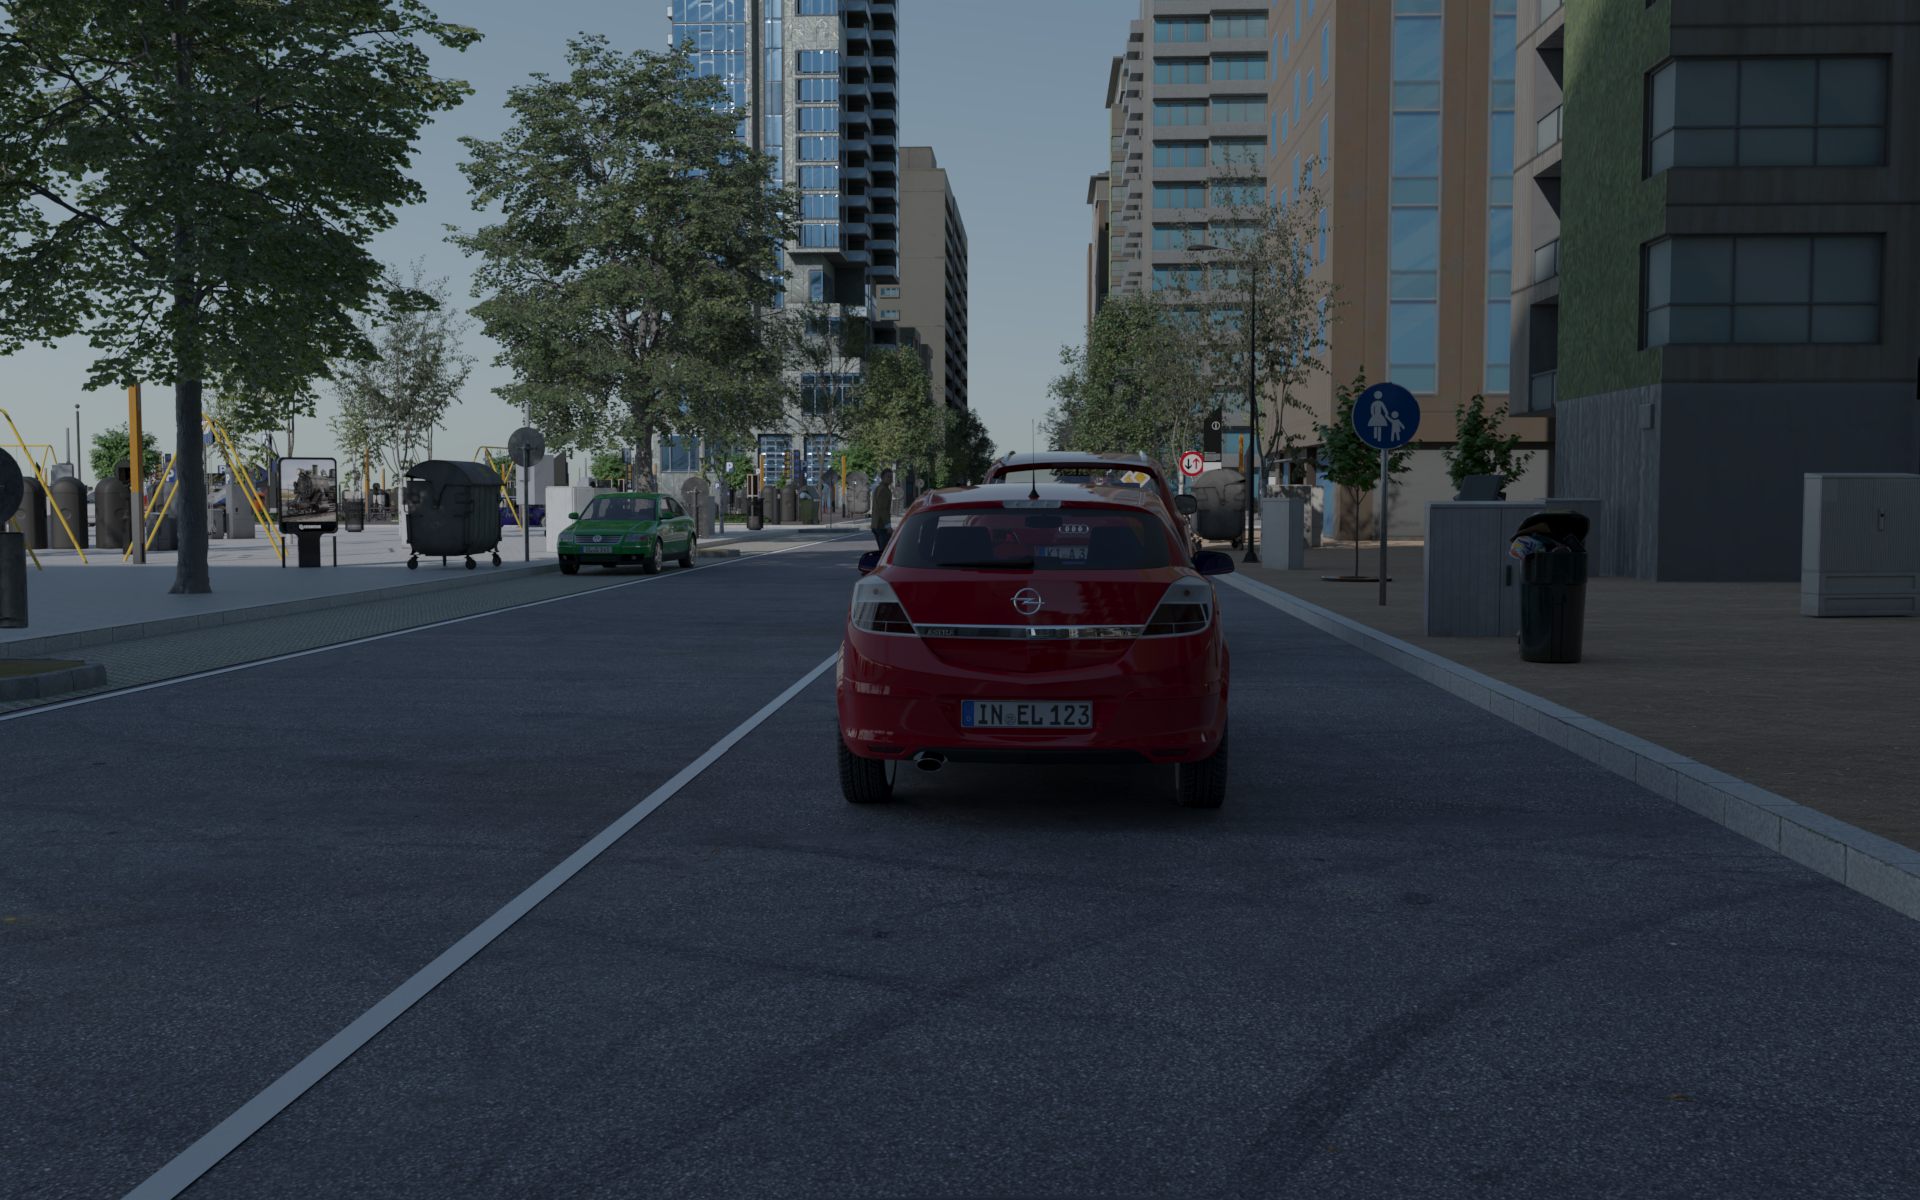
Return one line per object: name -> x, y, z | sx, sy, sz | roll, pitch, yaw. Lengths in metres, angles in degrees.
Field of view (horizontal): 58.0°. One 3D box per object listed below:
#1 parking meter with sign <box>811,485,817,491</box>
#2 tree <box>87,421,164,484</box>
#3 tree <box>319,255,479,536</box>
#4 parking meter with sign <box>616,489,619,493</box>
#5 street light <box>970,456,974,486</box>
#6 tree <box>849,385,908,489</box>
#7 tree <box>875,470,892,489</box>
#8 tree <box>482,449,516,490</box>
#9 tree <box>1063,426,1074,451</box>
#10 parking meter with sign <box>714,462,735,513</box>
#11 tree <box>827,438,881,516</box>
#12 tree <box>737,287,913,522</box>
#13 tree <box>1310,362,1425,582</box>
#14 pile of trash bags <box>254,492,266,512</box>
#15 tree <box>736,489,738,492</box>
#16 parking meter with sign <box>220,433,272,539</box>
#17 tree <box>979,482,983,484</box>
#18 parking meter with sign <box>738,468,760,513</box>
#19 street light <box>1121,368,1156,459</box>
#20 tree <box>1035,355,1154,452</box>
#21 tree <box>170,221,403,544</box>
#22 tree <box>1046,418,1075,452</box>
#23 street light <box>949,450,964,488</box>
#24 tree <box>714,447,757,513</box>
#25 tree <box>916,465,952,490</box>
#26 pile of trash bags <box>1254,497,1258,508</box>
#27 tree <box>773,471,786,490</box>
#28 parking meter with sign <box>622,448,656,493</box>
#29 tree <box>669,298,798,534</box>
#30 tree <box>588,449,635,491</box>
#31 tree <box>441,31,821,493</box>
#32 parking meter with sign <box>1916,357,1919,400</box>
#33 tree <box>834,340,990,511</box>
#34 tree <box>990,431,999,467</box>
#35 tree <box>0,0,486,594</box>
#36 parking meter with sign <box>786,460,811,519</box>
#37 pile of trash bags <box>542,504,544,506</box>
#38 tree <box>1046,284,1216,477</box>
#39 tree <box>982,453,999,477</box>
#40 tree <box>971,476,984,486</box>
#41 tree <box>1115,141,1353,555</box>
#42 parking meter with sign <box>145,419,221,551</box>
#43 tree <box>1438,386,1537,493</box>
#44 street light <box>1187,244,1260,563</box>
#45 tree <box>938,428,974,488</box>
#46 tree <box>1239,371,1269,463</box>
parking meter with sign -> -12.024, -8.854, 141.017 | 0.543, 3.016, 1.738 | 3, 5, 41
tree -> -37.309, -5.729, 77.390 | 4.285, 4.588, 4.351 | 0, 3, 0
tree -> -17.344, -6.284, 53.112 | 4.360, 8.622, 3.978 | 0, 3, 0
parking meter with sign -> -29.344, -9.285, 148.064 | 0.543, 3.016, 1.738 | 1, 4, 18
street light -> 0.989, -14.669, 212.383 | 1.470, 5.913, 1.316 | 0, 4, 3
tree -> -5.242, -10.044, 114.577 | 4.737, 8.622, 4.395 | 0, 3, 0
tree -> -6.552, -11.564, 139.439 | 4.360, 8.622, 3.978 | 0, 3, 0
tree -> -33.391, -8.701, 125.968 | 4.285, 4.588, 4.351 | 0, 3, 0
tree -> 12.465, -13.853, 176.850 | 4.737, 8.622, 4.395 | 0, 3, 0
parking meter with sign -> -12.862, -5.921, 93.061 | 0.543, 3.016, 1.738 | 2, 4, 31
tree -> -6.200, -7.211, 101.615 | 4.285, 4.588, 4.351 | 0, 3, 0
tree -> -6.461, -8.829, 78.769 | 8.767, 10.594, 7.601 | 0, 4, -6
tree -> 6.007, -1.893, 25.560 | 1.663, 3.219, 1.824 | 0, 3, 0
pile of trash bags -> -54.991, -7.627, 134.459 | 1.912, 1.369, 3.447 | -3, 5, -40
tree -> -19.322, -9.186, 144.785 | 1.663, 3.219, 1.824 | 0, 3, 0
parking meter with sign -> -20.583, -3.253, 49.444 | 1.738, 3.016, 0.543 | -3, 5, -44
tree -> 1.599, -17.753, 240.627 | 4.737, 8.622, 4.395 | 0, 3, 0
parking meter with sign -> -14.223, -7.373, 116.815 | 0.543, 3.016, 1.738 | 3, 5, 44
street light -> 6.655, -5.594, 64.010 | 1.470, 5.913, 1.316 | 0, 4, 3
tree -> 11.233, -13.941, 138.313 | 12.009, 13.543, 11.850 | 0, 3, 0
tree -> -17.370, -5.730, 44.047 | 4.737, 8.622, 4.395 | 0, 3, 0
tree -> 15.064, -19.126, 230.829 | 7.486, 12.596, 7.792 | 0, 3, 0
street light -> -0.601, -12.730, 180.677 | 1.470, 5.913, 1.316 | 0, 4, 3
tree -> -15.538, -8.347, 120.192 | 4.285, 4.588, 4.351 | 0, 3, 0
tree -> -2.356, -10.683, 158.379 | 4.285, 4.588, 4.351 | 0, 3, 0
pile of trash bags -> 21.599, -7.292, 128.982 | 1.912, 1.369, 3.447 | -1, 4, -18
tree -> -12.849, -8.154, 127.926 | 1.663, 3.219, 1.824 | 0, 3, 0
parking meter with sign -> -11.879, -4.236, 65.517 | 1.738, 3.016, 0.543 | 1, 4, 20
tree -> -7.626, -6.477, 56.269 | 4.737, 8.622, 4.395 | 0, 3, 0
tree -> -23.566, -8.180, 117.449 | 4.285, 4.588, 4.351 | 0, 3, 0
tree -> -8.699, -8.575, 46.849 | 9.857, 13.997, 8.962 | 0, 3, 0
parking meter with sign -> 12.824, -1.539, 21.429 | 0.543, 3.016, 1.738 | -2, 4, -35
tree -> -4.674, -13.003, 129.604 | 9.611, 12.733, 9.660 | 0, 3, 0
tree -> 0.695, -18.664, 222.158 | 9.611, 12.733, 9.660 | 0, 3, 0
tree -> -10.168, -6.382, 22.471 | 7.486, 12.596, 7.792 | 0, 3, 0
parking meter with sign -> -8.618, -5.708, 89.584 | 0.543, 3.016, 1.738 | -3, 5, -43
pile of trash bags -> -20.390, -4.949, 90.661 | 3.447, 1.369, 1.912 | 0, 4, -3
tree -> 9.505, -10.883, 94.942 | 9.611, 12.733, 9.660 | 0, 3, 0
tree -> 4.287, -22.615, 304.171 | 8.767, 10.594, 7.601 | 0, 4, 6
tree -> 2.953, -17.641, 272.139 | 4.285, 4.588, 4.351 | 0, 3, 0
tree -> 6.197, -5.224, 35.779 | 4.360, 8.622, 3.978 | 0, 3, 0
parking meter with sign -> -17.898, -2.658, 39.719 | 0.543, 3.016, 1.738 | 1, 4, 18
tree -> 8.989, -2.192, 30.442 | 1.663, 3.219, 1.824 | 0, 3, 0
street light -> 4.909, -3.656, 32.311 | 1.470, 5.913, 1.316 | 0, 4, 3
tree -> -0.854, -14.681, 190.394 | 4.737, 8.622, 4.395 | 0, 3, 0
tree -> 18.799, -9.347, 103.192 | 4.737, 8.622, 4.395 | 0, 3, 0
